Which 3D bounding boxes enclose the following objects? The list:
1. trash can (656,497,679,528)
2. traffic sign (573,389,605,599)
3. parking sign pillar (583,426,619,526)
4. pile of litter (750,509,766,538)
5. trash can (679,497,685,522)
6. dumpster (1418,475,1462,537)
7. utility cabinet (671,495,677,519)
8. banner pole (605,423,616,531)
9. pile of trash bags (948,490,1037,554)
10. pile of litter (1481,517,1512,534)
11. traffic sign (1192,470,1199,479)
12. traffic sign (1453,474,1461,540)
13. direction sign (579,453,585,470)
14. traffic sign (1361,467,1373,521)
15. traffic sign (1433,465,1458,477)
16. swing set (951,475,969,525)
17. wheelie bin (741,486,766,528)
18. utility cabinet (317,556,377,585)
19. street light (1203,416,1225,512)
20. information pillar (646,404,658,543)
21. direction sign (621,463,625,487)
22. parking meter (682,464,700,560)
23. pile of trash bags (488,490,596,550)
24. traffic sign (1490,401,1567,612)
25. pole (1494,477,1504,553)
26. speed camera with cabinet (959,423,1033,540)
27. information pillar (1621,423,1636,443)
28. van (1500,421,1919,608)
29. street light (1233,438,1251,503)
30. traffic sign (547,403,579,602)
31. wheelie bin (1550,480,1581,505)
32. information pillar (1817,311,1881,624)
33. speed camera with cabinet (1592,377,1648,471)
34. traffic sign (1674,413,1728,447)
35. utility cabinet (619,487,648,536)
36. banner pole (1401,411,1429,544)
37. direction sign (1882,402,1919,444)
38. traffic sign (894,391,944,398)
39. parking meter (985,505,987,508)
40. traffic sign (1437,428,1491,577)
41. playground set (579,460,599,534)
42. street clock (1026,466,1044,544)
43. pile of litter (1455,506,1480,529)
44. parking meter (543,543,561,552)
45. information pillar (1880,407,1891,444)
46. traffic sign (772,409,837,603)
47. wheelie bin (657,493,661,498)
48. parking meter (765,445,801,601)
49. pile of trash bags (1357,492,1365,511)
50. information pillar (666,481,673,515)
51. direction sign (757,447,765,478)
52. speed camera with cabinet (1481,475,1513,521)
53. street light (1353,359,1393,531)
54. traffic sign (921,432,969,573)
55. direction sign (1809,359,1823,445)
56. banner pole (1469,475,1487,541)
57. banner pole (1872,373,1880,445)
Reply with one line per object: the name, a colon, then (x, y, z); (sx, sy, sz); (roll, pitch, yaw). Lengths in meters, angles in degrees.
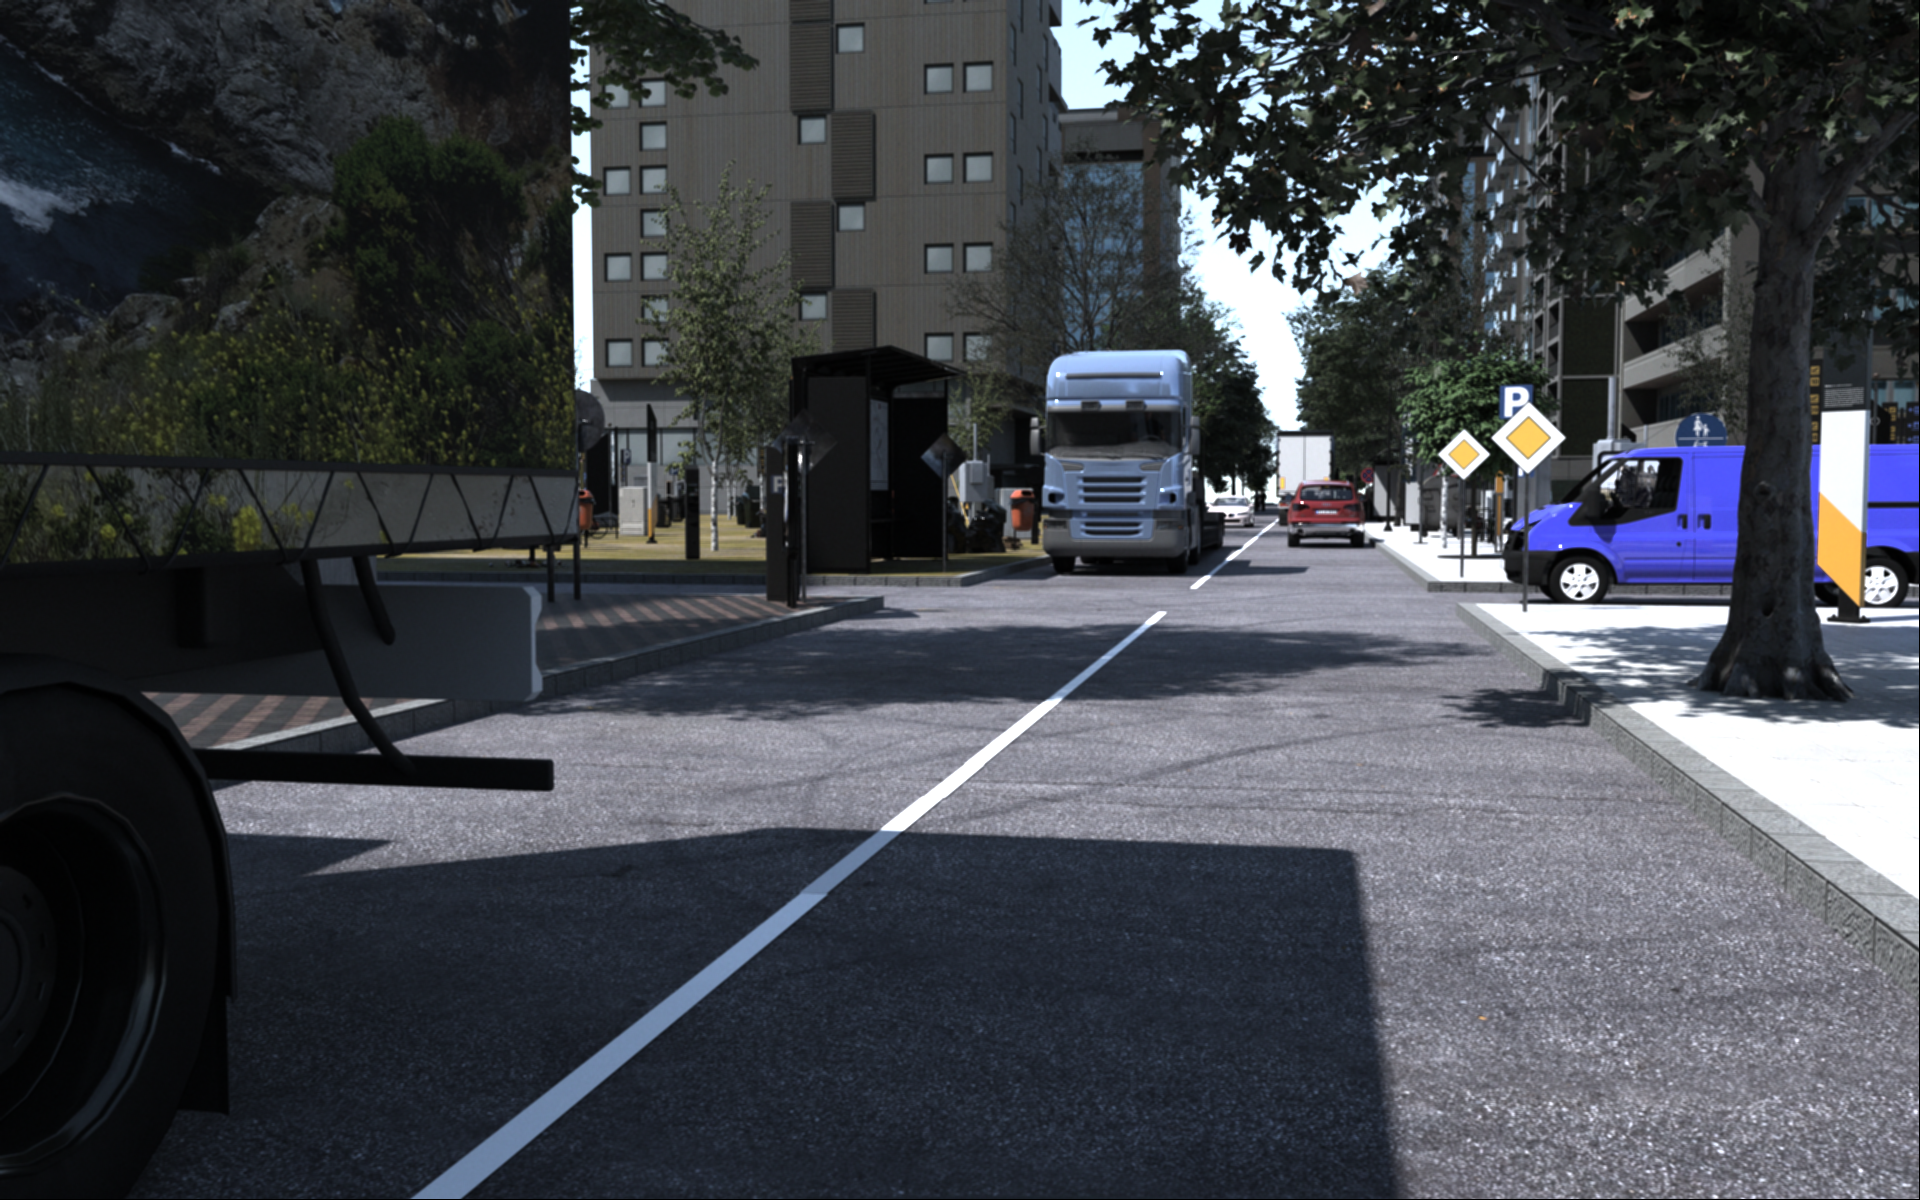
trash can: (-11.314, -3.323, 65.980); (0.748, 1.137, 0.748); (0, 3, 0)
traffic sign: (-4.672, -1.282, 21.061); (0.768, 2.556, 0.104); (1, 4, 18)
parking sign pillar: (-14.233, -4.900, 68.593); (1.447, 3.967, 1.447); (-2, 4, -31)
pile of litter: (-5.582, -2.276, 51.176); (1.176, 0.858, 1.719); (-3, 5, -40)
trash can: (-13.135, -4.200, 80.322); (0.748, 1.137, 0.748); (0, 3, 0)
dumpster: (14.401, -2.817, 51.818); (1.264, 1.857, 1.865); (1, 4, 11)
utility cabinet: (-15.080, -4.904, 91.339); (0.306, 1.237, 1.020); (0, 4, -8)
banner pole: (-12.196, -4.323, 60.700); (0.401, 3.779, 0.863); (-2, 4, -26)
pile of trash bags: (0.287, -1.740, 38.200); (3.447, 1.369, 1.912); (-3, 4, -38)
pile of litter: (17.777, -2.542, 55.535); (1.176, 0.858, 1.719); (-1, 4, -13)
traffic sign: (12.258, -5.600, 91.659); (0.768, 2.556, 0.104); (1, 4, 14)
traffic sign: (13.984, -2.959, 48.489); (0.768, 2.556, 0.104); (1, 4, 14)
direction sign: (-19.372, -5.991, 89.943); (0.876, 3.537, 0.379); (2, 4, 28)
traffic sign: (19.559, -5.064, 82.902); (0.768, 2.556, 0.104); (1, 4, 14)
traffic sign: (15.090, -3.285, 53.714); (0.884, 2.594, 0.081); (1, 4, 15)
swing set: (-1.696, -4.548, 71.973); (2.862, 2.851, 3.119); (3, 5, 41)
wheelie bin: (-7.820, -3.522, 65.486); (0.980, 1.594, 0.693); (-2, 4, -33)
utility cabinet: (-6.203, -0.367, 17.156); (0.306, 1.237, 1.020); (1, 4, 18)
street light: (15.137, -8.013, 103.557); (1.470, 5.913, 1.316); (1, 4, 11)
information pillar: (-8.014, -3.286, 45.088); (0.183, 3.616, 0.504); (1, 4, 11)
direction sign: (-21.084, -7.113, 108.289); (0.379, 3.537, 0.876); (-2, 4, -24)
parking meter: (-5.256, -1.730, 33.990); (0.255, 1.863, 0.399); (-1, 4, -14)
pile of trash bags: (-10.229, -1.890, 40.654); (3.447, 1.369, 1.912); (0, 4, 7)
traffic sign: (6.140, -0.925, 18.773); (0.795, 2.450, 0.064); (1, 4, 11)
pole: (11.739, -2.679, 37.643); (0.158, 3.312, 0.155); (0, 3, 0)
speed camera with cabinet: (1.024, -3.327, 48.733); (2.038, 3.252, 0.660); (-1, 4, -19)
information pillar: (21.866, -4.001, 56.775); (0.504, 3.616, 0.183); (1, 4, 15)
van: (9.628, -1.077, 21.988); (5.245, 2.365, 2.240); (1, 4, 13)
street light: (23.291, -10.484, 143.959); (1.470, 5.913, 1.316); (1, 4, 11)
traffic sign: (-4.879, -1.252, 20.579); (0.768, 2.556, 0.104); (1, 4, 16)
wheelie bin: (13.289, -1.847, 38.106); (0.980, 1.594, 0.693); (1, 4, 11)
information pillar: (8.845, -1.586, 17.283); (0.183, 3.616, 0.504); (-2, 4, -30)
speed camera with cabinet: (11.441, -2.107, 28.792); (0.660, 3.252, 2.038); (-1, 4, -21)
traffic sign: (11.609, -1.657, 27.201); (0.768, 2.556, 0.104); (1, 4, 19)
utility cabinet: (-9.984, -2.722, 53.175); (1.173, 1.500, 0.318); (3, 5, 40)
banner pole: (11.750, -3.352, 44.824); (0.401, 3.779, 0.863); (-3, 5, -42)
direction sign: (23.172, -3.101, 42.700); (0.876, 3.537, 0.379); (2, 4, 28)
traffic sign: (-1.381, -2.491, 34.596); (2.265, 3.308, 0.079); (1, 4, 17)
parking meter: (1.579, -5.299, 95.044); (0.372, 1.533, 0.369); (0, 3, 0)
traffic sign: (7.723, -1.404, 26.600); (0.795, 2.450, 0.064); (1, 4, 11)
playground set: (-14.142, -4.241, 56.115); (5.302, 4.214, 5.637); (1, 4, 10)
street clock: (1.916, -2.425, 44.221); (0.471, 2.002, 0.358); (0, 4, 4)
pile of litter: (18.758, -3.067, 64.118); (1.719, 0.858, 1.176); (0, 4, -1)
parking meter: (-9.103, -2.014, 38.636); (0.399, 1.863, 0.255); (0, 4, 3)
information pillar: (22.419, -3.117, 42.312); (0.504, 3.616, 0.183); (3, 5, 45)
traffic sign: (-1.839, -1.025, 20.402); (0.795, 2.450, 0.064); (1, 4, 11)
wheelie bin: (-12.982, -3.940, 72.323); (0.980, 1.594, 0.693); (-1, 4, -11)
parking meter: (-2.113, -0.922, 20.793); (0.399, 1.863, 0.255); (1, 4, 12)
pile of trash bags: (22.867, -5.366, 97.489); (1.912, 1.369, 3.447); (2, 4, 28)
information pillar: (-16.597, -5.780, 98.996); (0.304, 2.012, 0.304); (0, 4, 8)
direction sign: (-9.233, -5.550, 82.744); (0.876, 3.537, 0.379); (0, 4, -2)
speed camera with cabinet: (25.609, -5.385, 82.379); (2.038, 3.252, 0.660); (-3, 5, -41)
street light: (14.226, -5.327, 59.644); (1.470, 5.913, 1.316); (1, 4, 11)
traffic sign: (-0.256, -1.504, 28.229); (0.795, 2.450, 0.064); (1, 4, 11)
direction sign: (14.467, -2.261, 28.960); (0.379, 3.537, 0.876); (-3, 5, -43)
banner pole: (14.102, -3.487, 47.026); (0.863, 3.779, 0.401); (-3, 4, -38)
banner pole: (18.671, -2.803, 35.845); (0.863, 3.779, 0.401); (0, 4, 3)
